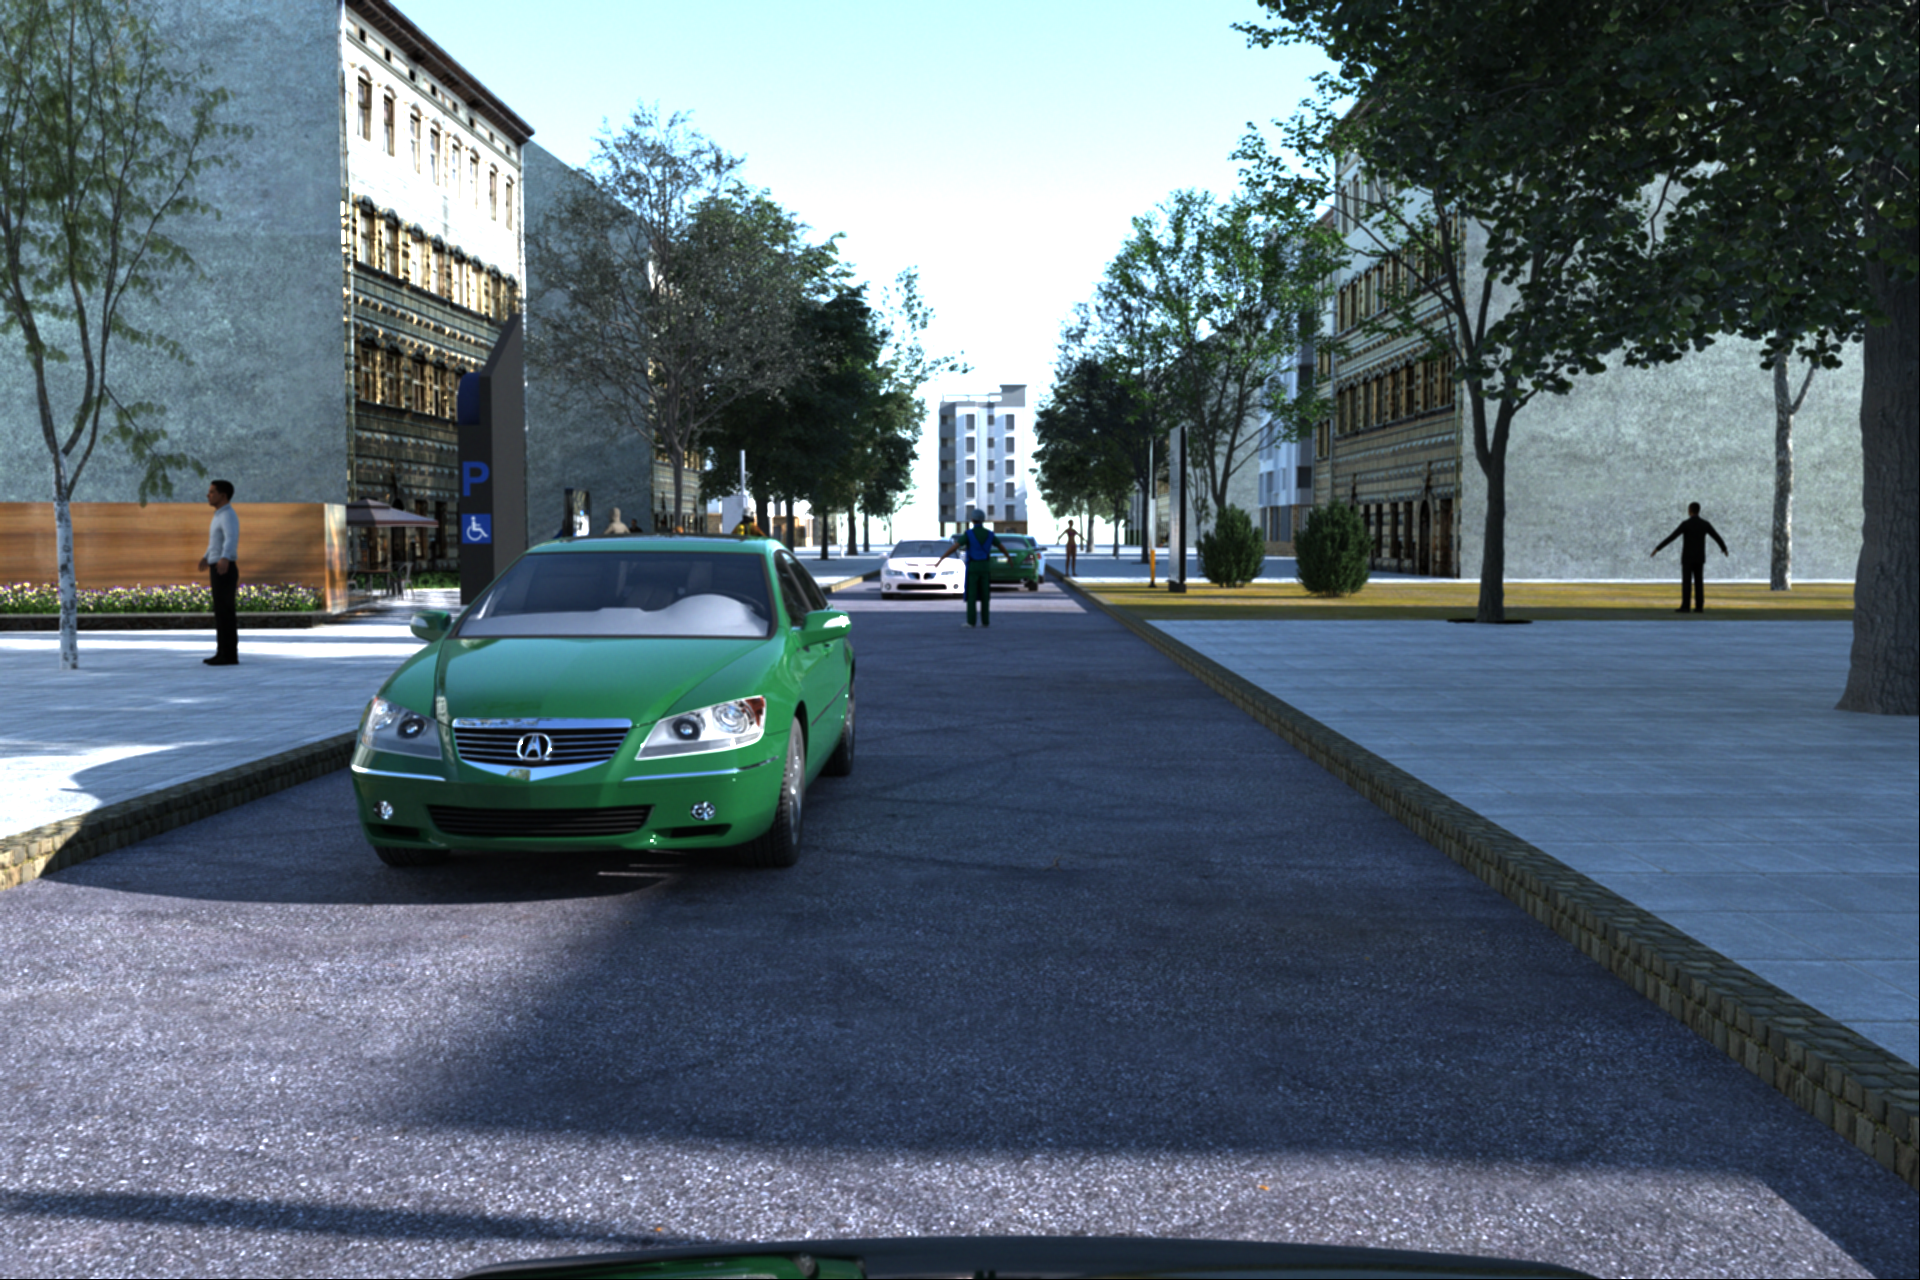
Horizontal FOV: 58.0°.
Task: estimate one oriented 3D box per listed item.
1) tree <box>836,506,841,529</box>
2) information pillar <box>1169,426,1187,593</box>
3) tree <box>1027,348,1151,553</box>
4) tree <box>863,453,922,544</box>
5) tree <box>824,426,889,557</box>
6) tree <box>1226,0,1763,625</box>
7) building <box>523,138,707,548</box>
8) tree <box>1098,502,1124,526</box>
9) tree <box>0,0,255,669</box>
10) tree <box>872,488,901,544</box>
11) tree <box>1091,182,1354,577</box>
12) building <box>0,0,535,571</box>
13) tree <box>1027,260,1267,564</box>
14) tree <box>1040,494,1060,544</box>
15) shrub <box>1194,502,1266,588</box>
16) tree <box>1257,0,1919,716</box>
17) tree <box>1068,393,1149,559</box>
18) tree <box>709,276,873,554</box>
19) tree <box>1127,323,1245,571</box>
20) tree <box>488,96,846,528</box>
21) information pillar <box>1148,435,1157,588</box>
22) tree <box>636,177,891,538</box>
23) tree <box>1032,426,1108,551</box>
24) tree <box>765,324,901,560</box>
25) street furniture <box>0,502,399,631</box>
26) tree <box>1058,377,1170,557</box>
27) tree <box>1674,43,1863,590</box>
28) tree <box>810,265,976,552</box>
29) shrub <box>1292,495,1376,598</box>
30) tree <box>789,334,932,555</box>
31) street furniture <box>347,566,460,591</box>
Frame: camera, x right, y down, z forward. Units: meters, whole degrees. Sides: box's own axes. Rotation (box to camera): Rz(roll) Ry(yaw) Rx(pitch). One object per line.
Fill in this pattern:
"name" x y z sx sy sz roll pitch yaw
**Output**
"tree" -16.322 -16.753 224.277 4.737 8.622 4.395 0 3 0
"information pillar" 4.814 -2.872 38.278 0.184 3.620 1.656 0 4 -1
"tree" 8.898 -12.956 118.492 9.857 13.997 8.962 0 3 0
"tree" -8.826 -17.781 216.473 9.928 11.665 9.643 0 3 0
"tree" -6.676 -8.897 95.830 4.360 8.622 3.978 0 3 0
"tree" 7.577 -6.040 24.513 9.928 11.665 9.643 0 3 0
"building" -24.655 -16.177 95.417 19.493 23.208 18.063 0 4 0
"tree" 21.208 -18.923 216.042 9.857 13.997 8.962 0 3 0
"tree" -8.450 -4.042 16.454 4.360 8.622 3.978 0 3 0
"tree" -9.805 -16.752 224.256 4.737 8.622 4.395 0 3 0
"tree" 7.735 -7.690 51.480 9.928 11.665 9.643 0 3 0
"building" -25.805 -13.781 56.255 19.493 23.208 18.063 0 4 1
"tree" 8.013 -10.061 74.875 12.009 13.543 11.850 0 3 0
"tree" 12.632 -16.413 218.712 4.360 8.622 3.978 0 3 0
"shrub" 6.460 -2.281 41.332 1.661 2.075 1.752 0 3 0
"tree" 6.692 -6.446 12.046 9.857 13.997 8.962 0 3 0
"tree" 7.875 -8.440 88.350 4.737 8.622 4.395 0 3 0
"tree" -7.812 -9.603 75.140 7.486 12.596 7.792 0 3 0
"tree" 8.476 -6.688 59.709 4.360 8.622 3.978 0 3 0
"tree" -8.047 -8.474 48.926 12.009 13.543 11.850 0 3 0
"information pillar" 4.580 -3.048 41.183 0.183 3.616 0.504 0 4 1
"tree" -7.100 -9.520 62.314 9.857 13.997 8.962 0 3 0
"tree" 8.949 -12.035 131.179 7.601 10.594 8.767 -1 4 -22
"tree" -6.552 -9.732 84.876 9.928 11.665 9.643 0 3 0
"street furniture" -13.309 -1.138 25.456 9.812 1.723 11.010 -1 4 -11
"tree" 9.146 -10.017 98.194 7.601 10.594 8.767 -1 4 -23
"tree" 17.669 -11.129 37.844 12.611 20.169 13.585 0 3 0
"tree" -5.727 -16.283 122.116 12.611 20.169 13.585 0 3 0
"shrub" 7.538 -1.890 34.950 1.661 2.075 1.752 0 3 0
"tree" -6.573 -12.120 104.817 9.857 13.997 8.962 0 3 0
"street furniture" -13.058 -1.548 40.940 10.072 0.657 5.734 -2 4 -25
